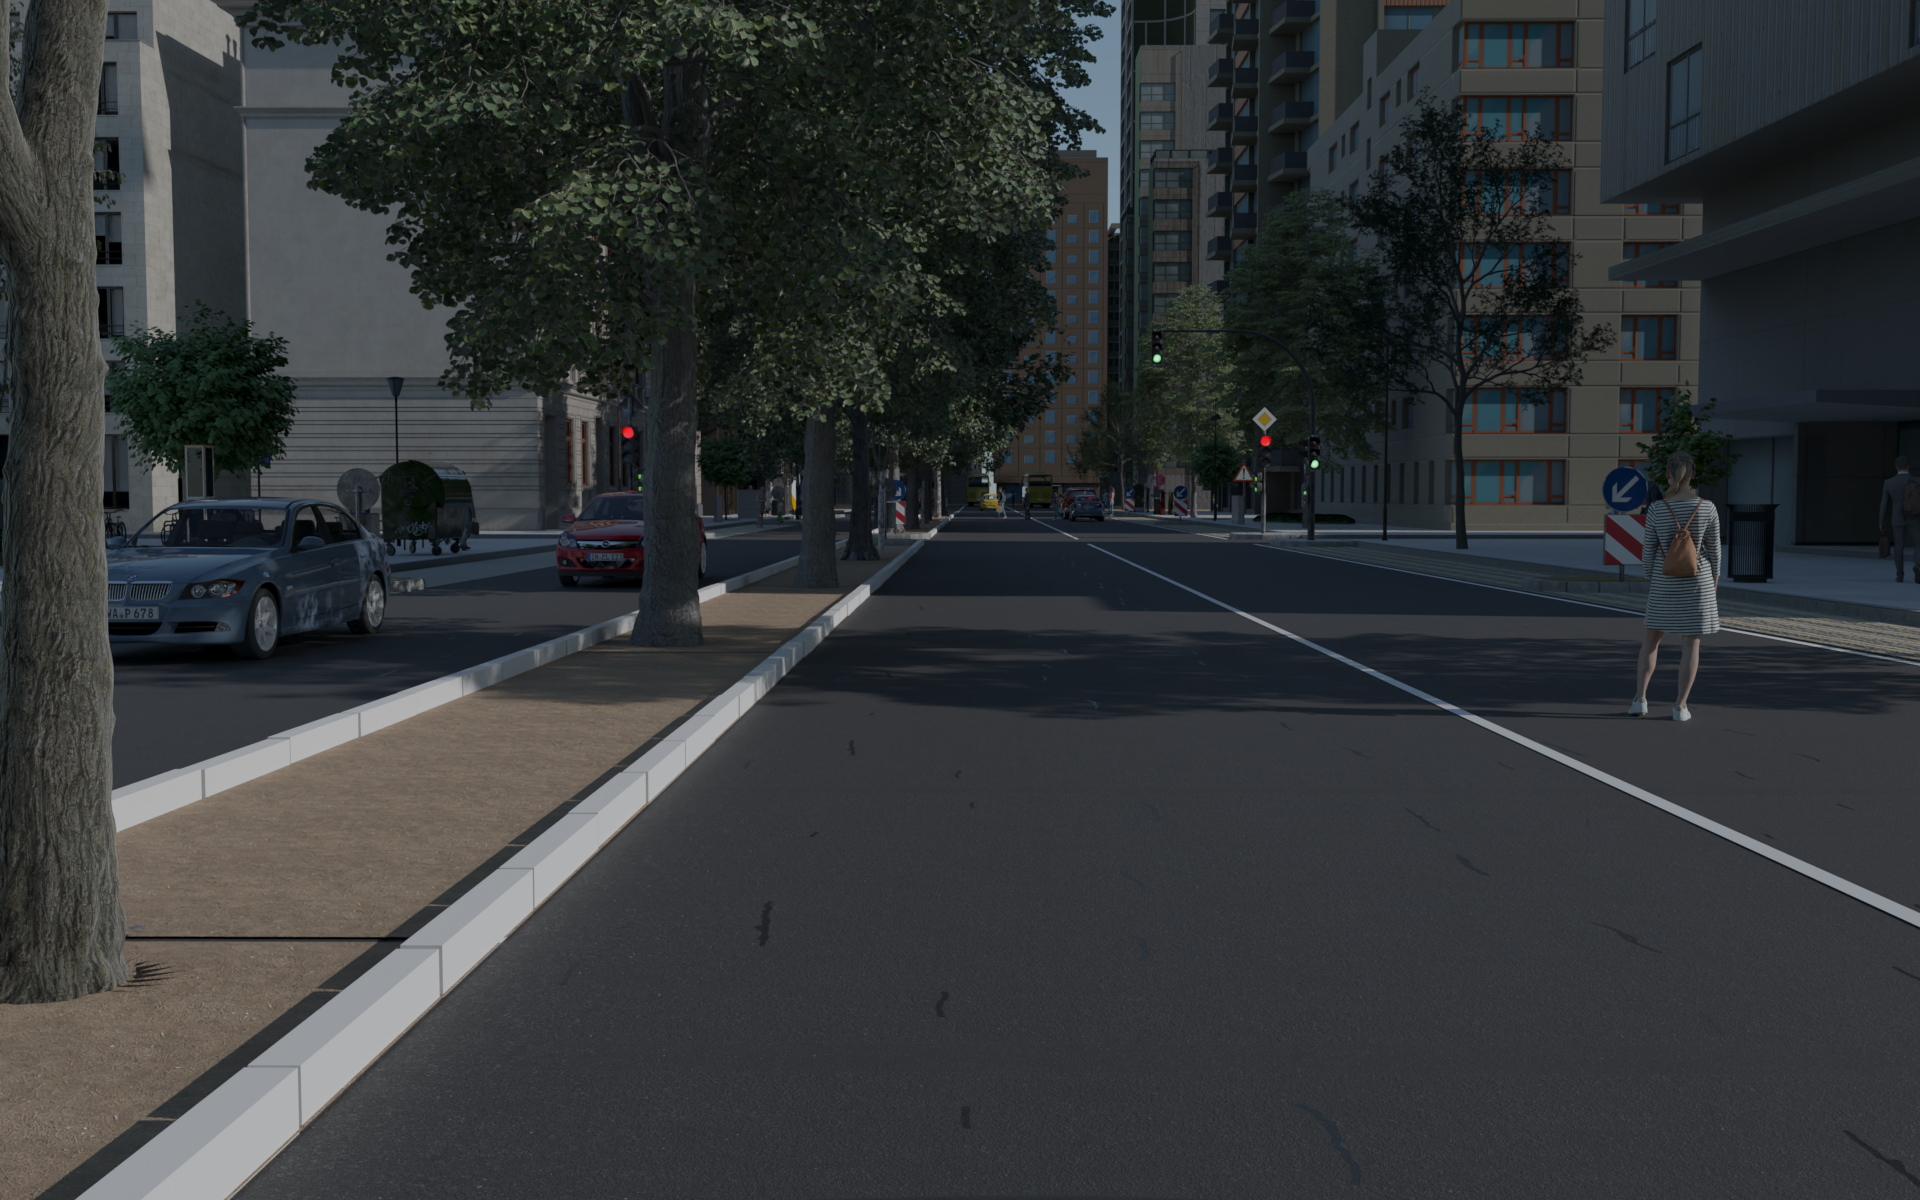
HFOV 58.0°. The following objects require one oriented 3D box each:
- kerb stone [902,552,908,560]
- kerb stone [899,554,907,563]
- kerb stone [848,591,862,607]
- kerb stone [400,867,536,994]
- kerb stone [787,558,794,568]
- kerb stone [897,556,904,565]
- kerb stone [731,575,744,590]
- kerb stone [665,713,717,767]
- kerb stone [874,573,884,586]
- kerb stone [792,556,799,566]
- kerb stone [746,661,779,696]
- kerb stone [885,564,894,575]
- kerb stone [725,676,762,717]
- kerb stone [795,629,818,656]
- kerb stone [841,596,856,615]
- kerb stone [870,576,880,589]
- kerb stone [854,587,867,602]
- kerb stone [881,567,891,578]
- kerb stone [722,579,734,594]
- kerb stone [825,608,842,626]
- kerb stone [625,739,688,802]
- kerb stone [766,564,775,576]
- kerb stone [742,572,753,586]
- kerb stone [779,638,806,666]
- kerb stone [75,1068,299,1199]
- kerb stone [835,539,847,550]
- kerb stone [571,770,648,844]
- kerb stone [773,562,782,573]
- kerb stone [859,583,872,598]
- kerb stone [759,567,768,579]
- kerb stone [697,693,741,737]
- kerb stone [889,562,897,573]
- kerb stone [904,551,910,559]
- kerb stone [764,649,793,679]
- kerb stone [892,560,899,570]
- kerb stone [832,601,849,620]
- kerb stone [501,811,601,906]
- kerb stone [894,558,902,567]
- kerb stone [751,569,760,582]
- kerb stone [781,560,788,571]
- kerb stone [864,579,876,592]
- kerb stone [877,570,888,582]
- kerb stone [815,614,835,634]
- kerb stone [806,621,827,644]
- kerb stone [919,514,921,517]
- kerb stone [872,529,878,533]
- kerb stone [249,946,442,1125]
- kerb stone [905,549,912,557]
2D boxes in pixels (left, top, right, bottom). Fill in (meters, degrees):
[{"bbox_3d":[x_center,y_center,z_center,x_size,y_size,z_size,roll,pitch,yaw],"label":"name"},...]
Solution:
[{"bbox_3d":[-1.210,-0.851,36.180,0.120,0.150,1.000,0,4,1],"label":"kerb stone"},{"bbox_3d":[-1.217,-0.790,35.143,0.120,0.150,1.000,0,4,1],"label":"kerb stone"},{"bbox_3d":[-1.362,0.022,21.836,0.120,0.150,1.000,0,4,1],"label":"kerb stone"},{"bbox_3d":[-1.526,1.026,5.426,0.120,0.150,1.000,0,4,1],"label":"kerb stone"},{"bbox_3d":[-3.343,-0.669,33.183,0.120,0.150,1.000,0,4,1],"label":"kerb stone"},{"bbox_3d":[-1.237,-0.729,34.117,0.120,0.150,1.000,0,4,1],"label":"kerb stone"},{"bbox_3d":[-3.416,-0.234,26.017,0.120,0.150,1.000,0,4,1],"label":"kerb stone"},{"bbox_3d":[-1.483,0.775,9.521,0.120,0.150,1.000,0,4,1],"label":"kerb stone"},{"bbox_3d":[-1.302,-0.288,26.949,0.120,0.150,1.000,0,4,1],"label":"kerb stone"},{"bbox_3d":[-3.329,-0.735,34.213,0.120,0.150,1.000,0,4,1],"label":"kerb stone"},{"bbox_3d":[-1.451,0.586,12.607,0.120,0.150,1.000,0,4,1],"label":"kerb stone"},{"bbox_3d":[-1.274,-0.479,30.025,0.120,0.150,1.000,0,4,1],"label":"kerb stone"},{"bbox_3d":[-1.463,0.654,11.572,0.120,0.150,1.000,0,4,1],"label":"kerb stone"},{"bbox_3d":[-1.417,0.399,15.675,0.120,0.150,1.000,0,4,1],"label":"kerb stone"},{"bbox_3d":[-1.370,0.084,20.815,0.120,0.150,1.000,0,4,1],"label":"kerb stone"},{"bbox_3d":[-1.318,-0.225,25.928,0.120,0.150,1.000,0,4,1],"label":"kerb stone"},{"bbox_3d":[-1.349,-0.041,22.858,0.120,0.150,1.000,0,4,1],"label":"kerb stone"},{"bbox_3d":[-1.285,-0.416,29.003,0.120,0.150,1.000,0,4,1],"label":"kerb stone"},{"bbox_3d":[-3.431,-0.169,24.995,0.120,0.150,1.000,0,4,1],"label":"kerb stone"},{"bbox_3d":[-1.400,0.217,18.748,0.120,0.150,1.000,0,4,1],"label":"kerb stone"},{"bbox_3d":[-1.494,0.838,8.499,0.120,0.150,1.000,0,4,1],"label":"kerb stone"},{"bbox_3d":[-3.387,-0.480,30.114,0.120,0.150,1.000,0,4,1],"label":"kerb stone"},{"bbox_3d":[-3.404,-0.296,27.040,0.120,0.150,1.000,0,4,1],"label":"kerb stone"},{"bbox_3d":[-1.438,0.461,14.653,0.120,0.150,1.000,0,4,1],"label":"kerb stone"},{"bbox_3d":[-1.546,1.151,3.378,0.120,0.150,1.000,0,4,1],"label":"kerb stone"},{"bbox_3d":[-3.201,-1.487,46.501,0.120,0.150,1.000,0,4,1],"label":"kerb stone"},{"bbox_3d":[-1.512,0.900,7.475,0.120,0.150,1.000,0,4,1],"label":"kerb stone"},{"bbox_3d":[-3.364,-0.547,31.139,0.120,0.150,1.000,0,4,1],"label":"kerb stone"},{"bbox_3d":[-1.340,-0.103,23.884,0.120,0.150,1.000,0,4,1],"label":"kerb stone"},{"bbox_3d":[-3.386,-0.418,29.084,0.120,0.150,1.000,0,4,1],"label":"kerb stone"},{"bbox_3d":[-1.478,0.712,10.549,0.120,0.150,1.000,0,4,1],"label":"kerb stone"},{"bbox_3d":[-1.267,-0.533,31.052,0.120,0.150,1.000,0,4,1],"label":"kerb stone"},{"bbox_3d":[-1.202,-0.915,37.202,0.120,0.150,1.000,0,4,1],"label":"kerb stone"},{"bbox_3d":[-1.444,0.524,13.631,0.120,0.150,1.000,0,4,1],"label":"kerb stone"},{"bbox_3d":[-1.250,-0.600,32.074,0.120,0.150,1.000,0,4,1],"label":"kerb stone"},{"bbox_3d":[-1.389,0.149,19.783,0.120,0.150,1.000,0,4,1],"label":"kerb stone"},{"bbox_3d":[-1.517,0.963,6.448,0.120,0.150,1.000,0,4,1],"label":"kerb stone"},{"bbox_3d":[-1.239,-0.667,33.095,0.120,0.150,1.000,0,4,1],"label":"kerb stone"},{"bbox_3d":[-3.399,-0.359,28.062,0.120,0.150,1.000,0,4,1],"label":"kerb stone"},{"bbox_3d":[-3.349,-0.610,32.161,0.120,0.150,1.000,0,4,1],"label":"kerb stone"},{"bbox_3d":[-1.332,-0.166,24.906,0.120,0.150,1.000,0,4,1],"label":"kerb stone"},{"bbox_3d":[-1.297,-0.353,27.973,0.120,0.150,1.000,0,4,1],"label":"kerb stone"},{"bbox_3d":[-1.406,0.274,17.725,0.120,0.150,1.000,0,4,1],"label":"kerb stone"},{"bbox_3d":[-1.412,0.339,16.697,0.120,0.150,1.000,0,4,1],"label":"kerb stone"},{"bbox_3d":[-2.495,-5.719,115.713,0.120,0.150,1.000,0,4,1],"label":"kerb stone"},{"bbox_3d":[-3.029,-2.522,63.434,0.120,0.150,1.000,0,4,1],"label":"kerb stone"},{"bbox_3d":[-1.538,1.091,4.400,0.120,0.150,1.000,0,4,1],"label":"kerb stone"},{"bbox_3d":[-1.191,-0.977,38.224,0.120,0.150,1.000,0,4,1],"label":"kerb stone"}]
